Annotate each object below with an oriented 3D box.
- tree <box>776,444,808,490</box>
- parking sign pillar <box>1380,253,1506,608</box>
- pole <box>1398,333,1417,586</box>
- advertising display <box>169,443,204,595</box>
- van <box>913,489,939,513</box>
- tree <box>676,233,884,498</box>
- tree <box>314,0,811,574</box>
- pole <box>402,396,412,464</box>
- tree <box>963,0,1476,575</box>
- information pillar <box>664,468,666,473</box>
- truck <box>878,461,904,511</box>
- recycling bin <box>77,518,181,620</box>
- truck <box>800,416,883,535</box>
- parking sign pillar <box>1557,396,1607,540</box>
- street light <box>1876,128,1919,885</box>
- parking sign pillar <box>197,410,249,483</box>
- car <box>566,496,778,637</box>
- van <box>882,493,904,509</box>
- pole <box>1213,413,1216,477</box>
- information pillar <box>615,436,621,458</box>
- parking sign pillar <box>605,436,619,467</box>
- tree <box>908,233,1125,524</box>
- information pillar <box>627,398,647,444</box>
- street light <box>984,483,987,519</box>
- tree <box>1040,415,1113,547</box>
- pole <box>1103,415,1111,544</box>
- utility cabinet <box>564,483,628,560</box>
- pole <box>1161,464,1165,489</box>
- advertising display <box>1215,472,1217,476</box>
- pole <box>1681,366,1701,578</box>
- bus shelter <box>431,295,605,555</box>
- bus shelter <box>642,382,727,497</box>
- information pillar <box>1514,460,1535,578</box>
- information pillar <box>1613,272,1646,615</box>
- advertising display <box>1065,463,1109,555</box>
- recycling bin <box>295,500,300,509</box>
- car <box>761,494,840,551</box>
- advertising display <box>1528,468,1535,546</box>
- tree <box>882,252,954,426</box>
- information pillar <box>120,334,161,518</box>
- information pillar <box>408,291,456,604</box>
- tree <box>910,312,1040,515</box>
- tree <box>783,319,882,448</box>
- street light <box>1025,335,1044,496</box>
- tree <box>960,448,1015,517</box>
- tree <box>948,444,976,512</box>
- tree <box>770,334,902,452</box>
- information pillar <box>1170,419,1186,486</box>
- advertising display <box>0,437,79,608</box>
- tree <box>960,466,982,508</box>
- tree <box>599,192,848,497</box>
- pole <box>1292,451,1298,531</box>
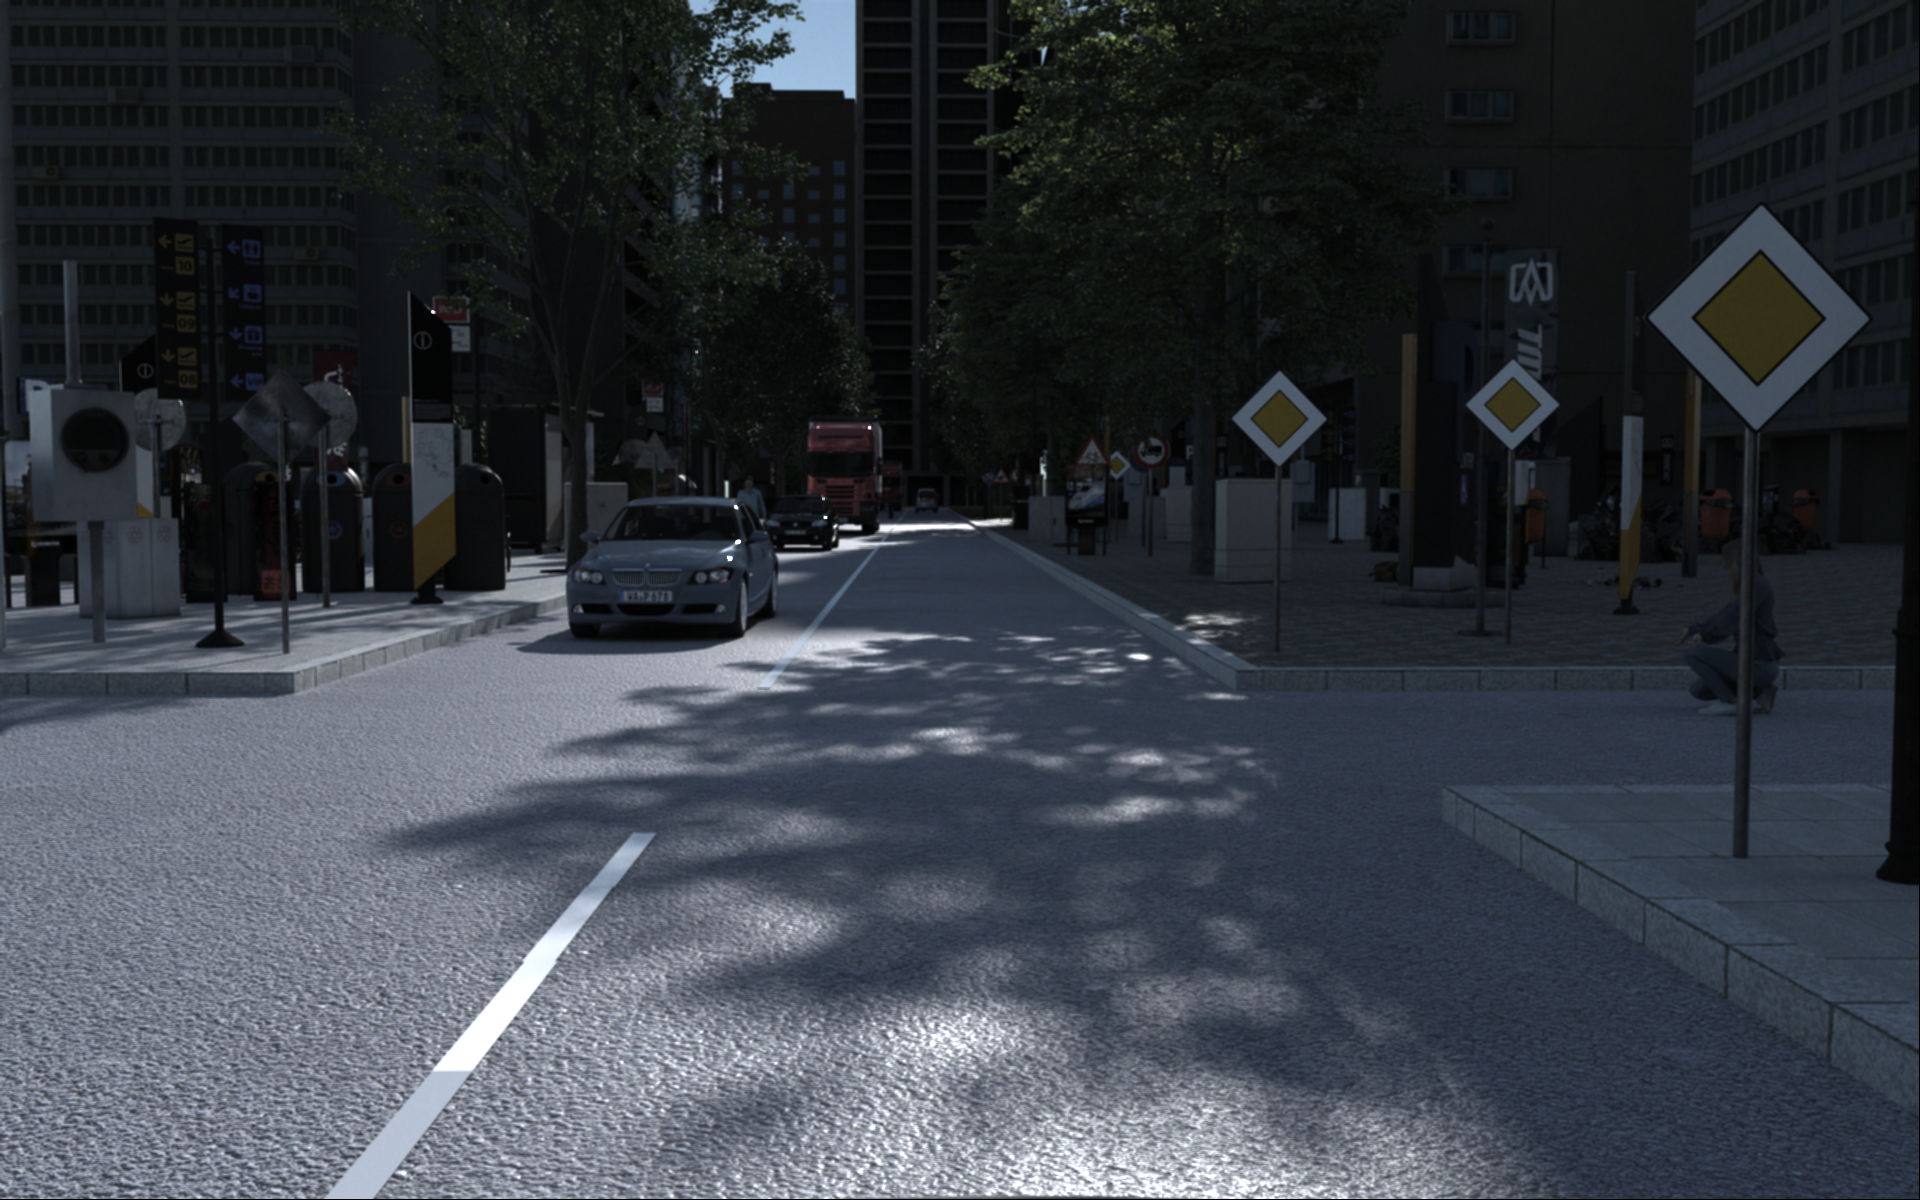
[{"bbox_3d":[-8.817,-6.991,98.019,4.285,4.588,4.351,0,3,0],"label":"tree"},{"bbox_3d":[5.630,-1.929,20.017,1.447,3.967,1.447,2,4,28],"label":"parking sign pillar"},{"bbox_3d":[5.736,-1.731,22.138,0.158,3.312,0.155,0,3,0],"label":"pole"},{"bbox_3d":[-9.942,-1.046,22.322,0.123,1.923,0.974,0,4,-7],"label":"advertising display"},{"bbox_3d":[-2.593,-7.660,132.252,2.013,2.044,4.112,0,4,-2],"label":"van"},{"bbox_3d":[-8.044,-9.750,76.413,9.611,12.733,9.660,0,3,0],"label":"tree"},{"bbox_3d":[-6.218,-6.237,27.738,9.928,11.665,9.643,0,3,0],"label":"tree"},{"bbox_3d":[-11.543,-2.593,36.246,0.158,3.312,0.155,0,3,0],"label":"pole"},{"bbox_3d":[3.959,-6.647,26.800,7.486,12.596,7.792,0,3,0],"label":"tree"},{"bbox_3d":[-15.017,-5.917,88.093,0.504,3.616,0.183,1,4,11],"label":"information pillar"},{"bbox_3d":[-6.184,-9.729,147.984,2.839,4.237,11.283,0,4,-2],"label":"truck"},{"bbox_3d":[-8.678,-0.339,18.091,0.722,1.027,0.722,2,4,29],"label":"recycling bin"},{"bbox_3d":[-4.235,-4.622,64.477,2.839,4.237,11.283,0,4,-1],"label":"truck"},{"bbox_3d":[17.353,-3.664,48.372,1.447,3.967,1.447,-3,4,-38],"label":"parking sign pillar"},{"bbox_3d":[3.153,-2.006,5.589,0.468,5.910,1.993,0,4,-1],"label":"street light"},{"bbox_3d":[-23.370,-4.051,54.709,1.447,3.967,1.447,-2,4,-29],"label":"parking sign pillar"},{"bbox_3d":[-3.017,-0.420,18.868,2.014,1.417,4.499,0,4,0],"label":"car"},{"bbox_3d":[-6.434,-9.773,164.170,2.240,2.365,5.245,0,4,-1],"label":"van"},{"bbox_3d":[6.346,-3.054,43.769,0.158,3.312,0.155,0,3,0],"label":"pole"},{"bbox_3d":[-13.666,-4.771,69.355,0.183,3.616,0.504,1,4,10],"label":"information pillar"},{"bbox_3d":[-16.109,-5.666,81.104,1.447,3.967,1.447,-3,5,-40],"label":"parking sign pillar"},{"bbox_3d":[2.627,-9.589,73.789,9.611,12.733,9.660,0,3,0],"label":"tree"},{"bbox_3d":[-7.877,-3.122,42.402,0.504,3.616,0.183,0,4,-4],"label":"information pillar"},{"bbox_3d":[1.292,-7.056,88.147,0.468,5.910,1.993,0,4,-1],"label":"street light"},{"bbox_3d":[2.731,-2.951,42.852,1.663,3.219,1.824,0,3,0],"label":"tree"},{"bbox_3d":[3.793,-3.109,44.667,0.158,3.312,0.155,0,3,0],"label":"pole"},{"bbox_3d":[-6.995,-1.508,33.328,1.173,1.500,0.318,-1,4,-21],"label":"utility cabinet"},{"bbox_3d":[8.009,-4.556,68.326,0.158,3.312,0.155,0,3,0],"label":"pole"},{"bbox_3d":[7.190,-2.733,49.896,0.123,1.923,0.974,2,4,27],"label":"advertising display"},{"bbox_3d":[11.243,-2.004,26.608,0.158,3.312,0.155,0,3,0],"label":"pole"},{"bbox_3d":[-9.629,-3.678,37.764,2.179,5.291,8.768,0,4,-1],"label":"bus shelter"},{"bbox_3d":[-10.136,-5.259,63.614,2.179,5.291,8.768,0,4,-1],"label":"bus shelter"},{"bbox_3d":[8.655,-2.160,26.672,0.183,3.616,0.504,2,4,33],"label":"information pillar"},{"bbox_3d":[7.191,-1.662,18.522,0.183,3.616,0.504,3,4,36],"label":"information pillar"},{"bbox_3d":[2.663,-1.907,36.390,0.974,1.923,0.123,2,4,32],"label":"advertising display"},{"bbox_3d":[-27.315,-3.662,72.424,0.722,1.027,0.722,0,4,2],"label":"recycling bin"},{"bbox_3d":[-4.097,-2.155,45.025,2.009,1.686,4.222,0,4,0],"label":"car"},{"bbox_3d":[14.511,-2.313,43.038,0.974,1.923,0.123,-1,4,-15],"label":"advertising display"},{"bbox_3d":[2.678,-8.551,57.932,7.486,12.596,7.792,0,3,0],"label":"tree"},{"bbox_3d":[-11.897,-2.070,25.191,0.504,3.616,0.183,-2,4,-30],"label":"information pillar"},{"bbox_3d":[-6.171,-1.765,20.216,0.504,3.616,0.183,-2,4,-29],"label":"information pillar"},{"bbox_3d":[1.800,-12.272,107.294,9.857,13.997,8.962,0,3,0],"label":"tree"},{"bbox_3d":[-8.485,-11.793,110.943,7.486,12.596,7.792,0,3,0],"label":"tree"},{"bbox_3d":[2.175,-4.759,50.591,0.468,5.910,1.993,0,4,-1],"label":"street light"},{"bbox_3d":[1.512,-7.003,98.220,4.285,4.588,4.351,0,3,0],"label":"tree"},{"bbox_3d":[0.929,-10.496,121.969,4.360,8.622,3.978,0,3,0],"label":"tree"},{"bbox_3d":[-9.331,-13.280,127.496,12.009,13.543,11.850,0,3,0],"label":"tree"},{"bbox_3d":[6.539,-3.707,51.965,0.504,3.616,0.183,-1,4,-16],"label":"information pillar"},{"bbox_3d":[-10.539,-0.895,19.852,0.123,1.923,0.974,2,4,27],"label":"advertising display"},{"bbox_3d":[0.836,-12.868,160.759,4.737,8.622,4.395,0,3,0],"label":"tree"},{"bbox_3d":[-7.123,-7.244,52.846,8.767,10.594,7.601,1,4,16],"label":"tree"},{"bbox_3d":[11.541,-4.028,59.701,0.158,3.312,0.155,0,3,0],"label":"pole"}]
